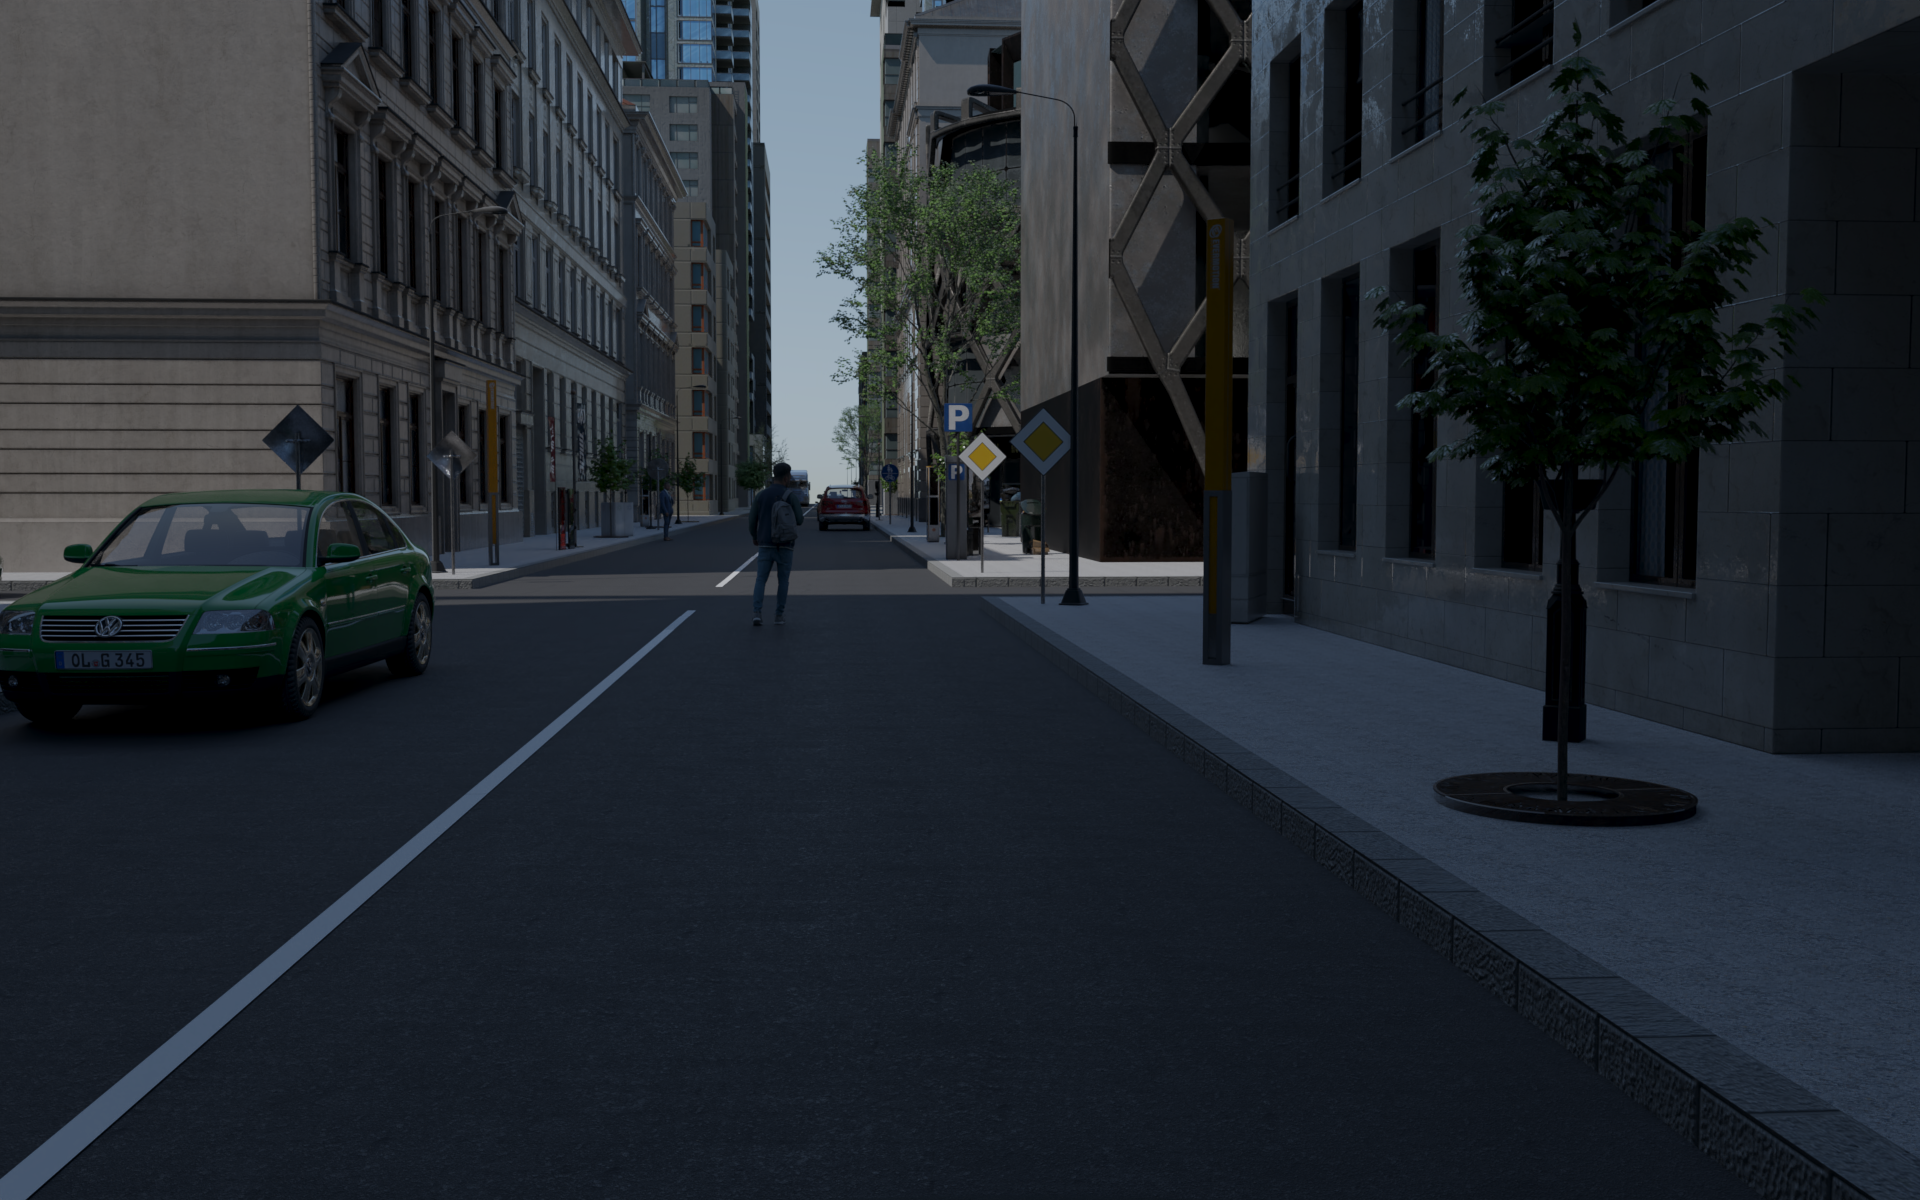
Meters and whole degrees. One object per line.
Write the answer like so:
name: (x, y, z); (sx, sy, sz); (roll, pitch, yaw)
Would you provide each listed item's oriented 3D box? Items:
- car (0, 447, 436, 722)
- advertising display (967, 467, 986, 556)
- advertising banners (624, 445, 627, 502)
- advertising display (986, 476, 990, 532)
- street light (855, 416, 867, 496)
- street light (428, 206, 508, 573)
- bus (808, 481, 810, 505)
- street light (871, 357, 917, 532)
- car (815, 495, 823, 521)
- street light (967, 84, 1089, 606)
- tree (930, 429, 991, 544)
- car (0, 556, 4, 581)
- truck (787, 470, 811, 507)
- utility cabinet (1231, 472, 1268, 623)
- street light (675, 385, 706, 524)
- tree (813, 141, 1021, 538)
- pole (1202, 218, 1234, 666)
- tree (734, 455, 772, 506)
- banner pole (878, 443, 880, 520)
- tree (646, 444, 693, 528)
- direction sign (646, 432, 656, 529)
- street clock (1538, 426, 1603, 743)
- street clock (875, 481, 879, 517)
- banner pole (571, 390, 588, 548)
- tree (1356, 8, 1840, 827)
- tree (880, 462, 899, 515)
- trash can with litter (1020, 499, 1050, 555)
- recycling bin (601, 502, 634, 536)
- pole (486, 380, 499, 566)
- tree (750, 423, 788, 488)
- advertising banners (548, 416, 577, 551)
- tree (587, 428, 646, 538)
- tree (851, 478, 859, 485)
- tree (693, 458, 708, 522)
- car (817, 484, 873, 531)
car: (-5.068, -0.215, 12.316); (1.959, 1.807, 4.718); (0, 4, -3)
advertising display: (0.279, -1.886, 36.047); (0.123, 1.923, 0.974); (1, 4, 19)
advertising banners: (-10.651, -3.609, 55.193); (0.090, 3.025, 2.074); (-1, 4, -10)
advertising display: (0.531, -3.213, 57.743); (0.974, 1.923, 0.123); (-1, 4, -16)
street light: (-5.338, -7.950, 102.516); (1.470, 5.913, 1.316); (0, 4, -4)
street light: (-7.998, -3.397, 28.085); (1.470, 5.913, 1.316); (0, 4, -4)
bus: (-20.371, -13.739, 219.484); (2.948, 3.499, 13.247); (0, 4, -4)
street light: (-2.145, -5.219, 57.868); (1.470, 5.913, 1.316); (0, 4, -4)
car: (-6.797, -5.090, 93.014); (2.009, 1.686, 4.222); (0, 4, -3)
street light: (0.777, -2.893, 19.848); (1.470, 5.913, 1.316); (0, 4, -4)
tree: (-0.026, -3.034, 44.209); (1.663, 3.219, 1.824); (0, 3, 0)
car: (-15.792, -0.732, 23.760); (4.920, 1.459, 2.131); (0, 4, -4)
truck: (-18.641, -12.791, 198.884); (2.967, 4.110, 18.799); (0, 4, -5)
utility cabinet: (2.871, -0.544, 17.571); (0.318, 1.500, 1.173); (1, 4, 19)
street light: (-11.480, -6.191, 73.759); (1.470, 5.913, 1.316); (0, 4, -4)
tree: (-0.505, -7.689, 51.476); (9.928, 11.665, 9.643); (0, 3, 0)
pole: (1.933, -1.169, 12.951); (0.158, 3.312, 0.155); (0, 3, 0)
tree: (-17.444, -9.894, 145.481); (4.285, 4.588, 4.351); (0, 3, 0)
banner pole: (-3.966, -5.795, 84.768); (0.401, 3.779, 0.863); (0, 4, -6)
tree: (-11.430, -4.377, 66.164); (1.663, 3.219, 1.824); (0, 3, 0)
direction sign: (-11.302, -4.357, 63.240); (0.379, 3.537, 0.876); (-1, 4, -12)
street clock: (3.153, -0.270, 8.978); (0.358, 2.002, 0.471); (2, 4, 30)
street clock: (-4.538, -5.542, 95.176); (0.358, 2.002, 0.471); (0, 4, 2)
banner pole: (-9.205, -3.169, 41.828); (0.401, 3.779, 0.863); (1, 4, 16)
tree: (2.369, -0.760, 7.034); (1.663, 3.219, 1.824); (0, 3, 0)
tree: (-4.221, -6.745, 104.884); (1.663, 3.219, 1.824); (0, 3, 0)
trash can with litter: (1.669, -1.558, 36.855); (0.624, 1.170, 1.055); (-1, 4, -16)
recycling bin: (-10.411, -2.449, 52.601); (0.722, 1.027, 0.722); (3, 5, 42)
pole: (-8.389, -2.277, 31.077); (0.158, 3.312, 0.155); (0, 3, 0)
tree: (-19.781, -13.946, 178.383); (4.360, 8.622, 3.978); (0, 3, 0)
advertising banners: (-9.132, -2.663, 39.722); (0.090, 3.025, 2.074); (0, 4, 3)
tree: (-10.238, -3.439, 50.834); (1.663, 3.219, 1.824); (0, 3, 0)
tree: (-12.416, -12.894, 205.412); (1.663, 3.219, 1.824); (0, 3, 0)
tree: (-12.254, -5.150, 78.802); (1.663, 3.219, 1.824); (0, 3, 0)
car: (-4.602, -3.707, 69.286); (2.281, 1.827, 5.304); (0, 4, -3)
